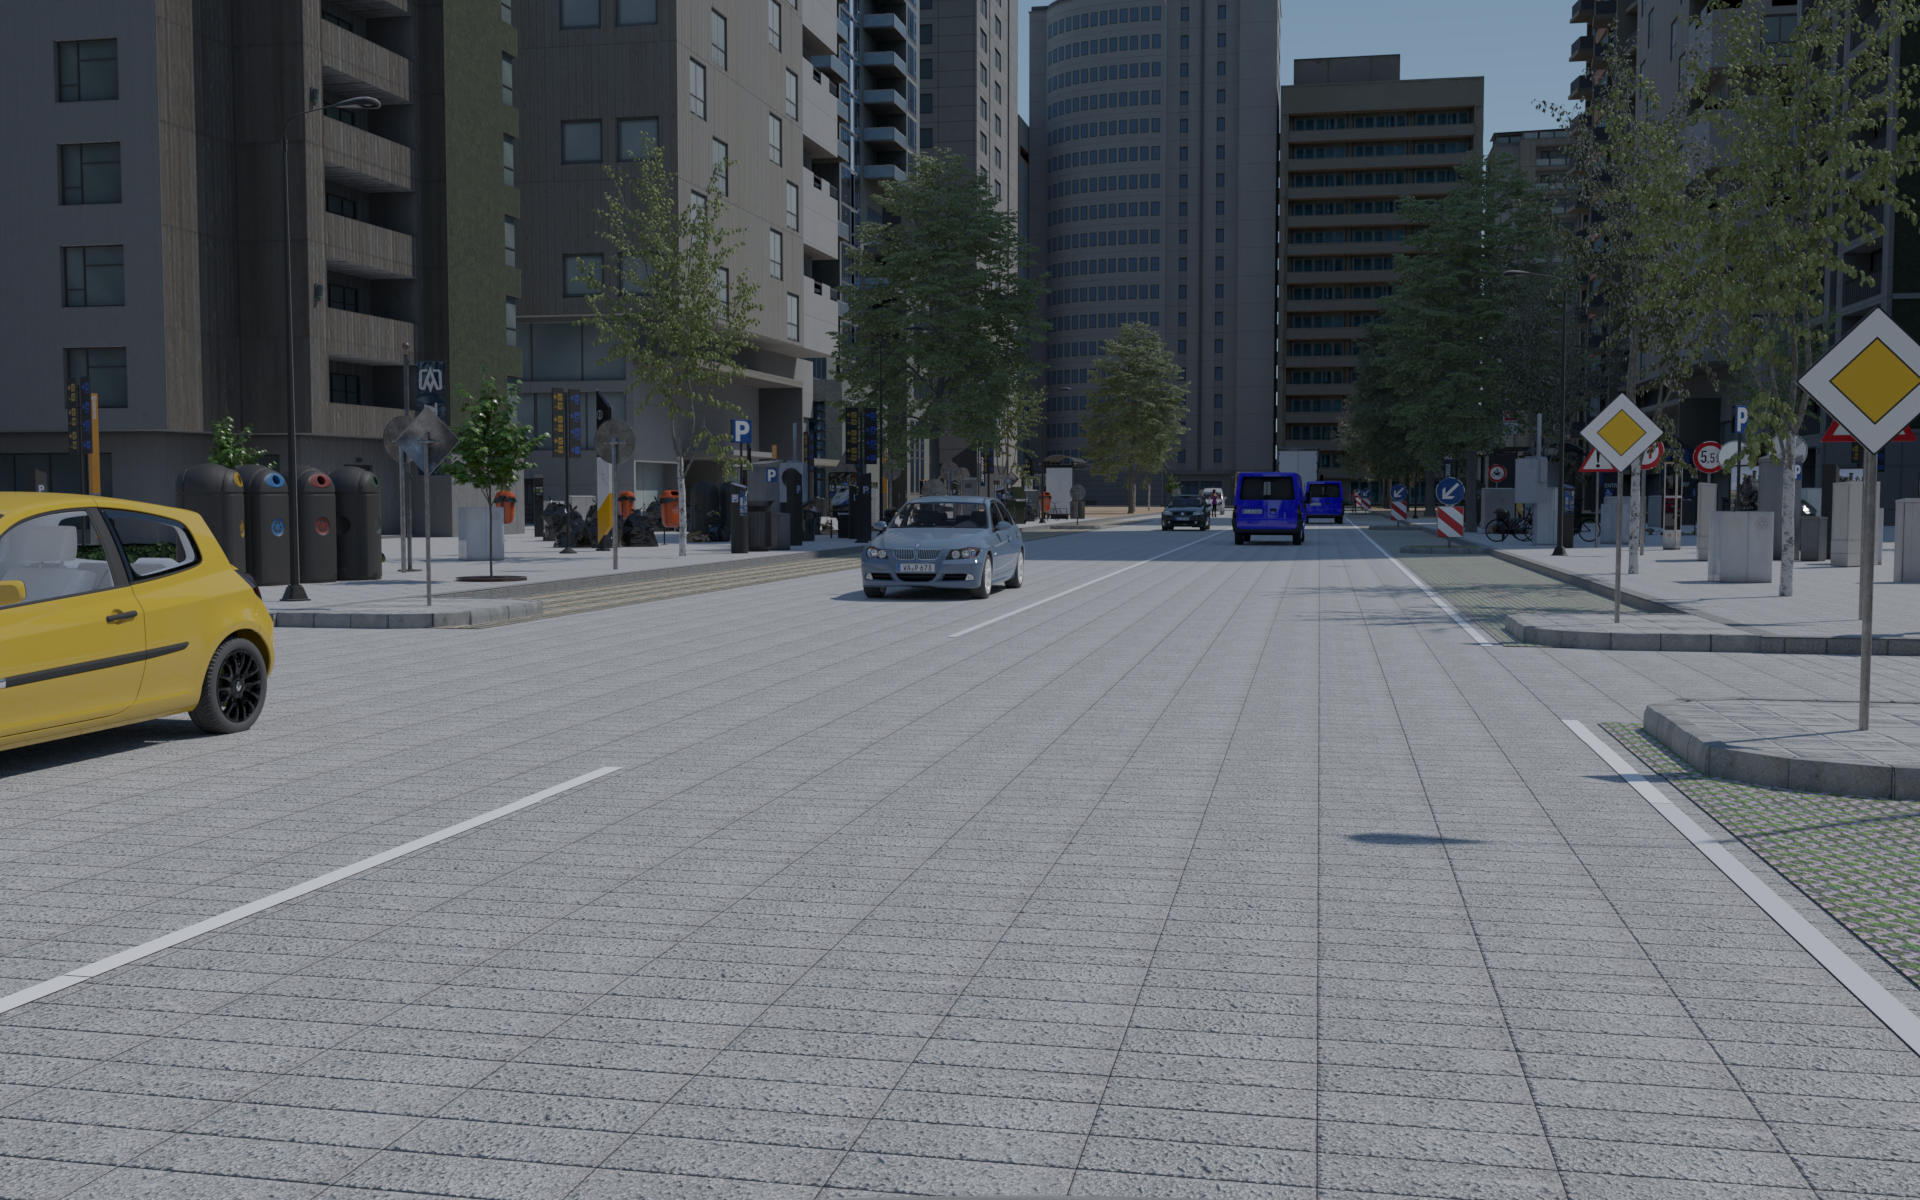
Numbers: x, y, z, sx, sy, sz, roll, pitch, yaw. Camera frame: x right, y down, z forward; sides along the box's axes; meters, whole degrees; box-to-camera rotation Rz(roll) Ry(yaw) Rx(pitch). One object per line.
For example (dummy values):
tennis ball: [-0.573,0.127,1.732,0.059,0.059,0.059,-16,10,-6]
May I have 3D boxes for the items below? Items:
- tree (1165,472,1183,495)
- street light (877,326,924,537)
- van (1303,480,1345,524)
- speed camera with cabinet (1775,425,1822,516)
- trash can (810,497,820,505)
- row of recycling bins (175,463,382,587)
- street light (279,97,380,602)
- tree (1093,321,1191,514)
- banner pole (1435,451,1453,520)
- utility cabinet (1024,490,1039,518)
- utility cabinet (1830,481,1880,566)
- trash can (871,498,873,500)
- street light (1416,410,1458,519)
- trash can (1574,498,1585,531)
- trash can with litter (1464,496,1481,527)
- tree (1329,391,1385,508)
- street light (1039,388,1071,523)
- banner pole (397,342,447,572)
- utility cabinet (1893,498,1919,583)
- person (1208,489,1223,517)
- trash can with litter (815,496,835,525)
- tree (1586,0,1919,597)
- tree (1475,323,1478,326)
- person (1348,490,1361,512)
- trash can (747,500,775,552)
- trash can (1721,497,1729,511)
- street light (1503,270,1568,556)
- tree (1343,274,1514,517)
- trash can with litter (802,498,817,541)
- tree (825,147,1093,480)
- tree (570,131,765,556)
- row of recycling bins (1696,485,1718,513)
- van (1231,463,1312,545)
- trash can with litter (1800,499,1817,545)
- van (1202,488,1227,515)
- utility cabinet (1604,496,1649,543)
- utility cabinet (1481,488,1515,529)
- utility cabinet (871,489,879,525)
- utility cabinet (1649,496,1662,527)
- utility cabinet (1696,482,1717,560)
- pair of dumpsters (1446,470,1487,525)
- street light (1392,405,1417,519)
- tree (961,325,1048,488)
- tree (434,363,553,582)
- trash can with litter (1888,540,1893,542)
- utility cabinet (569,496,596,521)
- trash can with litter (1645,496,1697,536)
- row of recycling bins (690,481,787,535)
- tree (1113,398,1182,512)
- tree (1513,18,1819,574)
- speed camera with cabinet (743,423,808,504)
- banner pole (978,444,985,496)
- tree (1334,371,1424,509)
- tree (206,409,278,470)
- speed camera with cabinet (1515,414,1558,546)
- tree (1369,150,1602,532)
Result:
tree: [18.151,-9.465,149.361,1.663,3.219,1.824,0,3,0]
street light: [-1.673,-4.621,48.098,1.470,5.913,1.316,1,4,12]
van: [17.642,-4.892,84.373,2.240,2.365,5.245,1,4,10]
speed camera with cabinet: [23.206,-3.286,48.062,0.660,3.252,2.038,0,4,-5]
trash can: [-6.699,-4.087,78.482,0.748,1.137,0.748,0,3,0]
row of recycling bins: [-9.675,-1.074,24.677,1.069,1.692,3.534,1,4,22]
street light: [-7.464,-2.935,20.527,1.470,5.913,1.316,1,4,12]
tree: [11.673,-11.964,113.731,7.486,12.596,7.792,0,3,0]
banner pole: [23.961,-5.848,85.639,0.863,3.779,0.401,1,4,20]
utility cabinet: [3.689,-5.169,93.184,1.173,1.500,0.318,-1,4,-17]
utility cabinet: [15.826,-1.343,30.632,1.173,1.500,0.318,-3,4,-39]
trash can: [-3.295,-2.852,58.288,0.748,1.137,0.748,0,3,0]
street light: [17.532,-5.539,63.097,1.470,5.913,1.316,1,4,12]
trash can: [20.168,-2.777,57.056,0.748,1.137,0.748,0,3,0]
trash can with litter: [19.822,-3.411,66.835,2.233,1.210,1.678,-3,4,-36]
tree: [39.867,-15.415,162.397,12.009,13.543,11.850,0,3,0]
street light: [4.151,-6.320,75.869,1.470,5.913,1.316,1,4,12]
banner pole: [-8.902,-2.364,28.668,0.863,3.779,0.401,0,4,-6]
utility cabinet: [14.154,-0.855,25.144,1.020,1.237,0.306,0,4,5]
person: [15.754,-5.975,106.881,1.217,1.739,0.721,-3,4,-38]
trash can with litter: [-6.131,-3.687,71.332,2.233,1.210,1.678,-1,4,-17]
tree: [10.150,-4.356,21.576,4.737,8.622,4.395,0,3,0]
tree: [16.701,-6.056,49.379,4.360,8.622,3.978,0,3,0]
person: [30.688,-7.668,134.591,1.217,1.743,0.721,-1,4,-16]
trash can: [-4.510,-1.654,38.691,0.748,1.137,0.748,0,3,0]
trash can: [36.537,-4.318,82.258,0.748,1.137,0.748,0,3,0]
street light: [11.964,-3.883,36.024,1.470,5.913,1.316,1,4,12]
tree: [26.916,-11.728,98.402,9.857,13.997,8.962,0,3,0]
trash can with litter: [-4.404,-2.176,46.968,1.055,1.170,0.624,0,4,-8]
tree: [-0.430,-8.505,57.184,7.486,12.596,7.792,0,3,0]
tree: [-5.751,-5.196,35.320,4.737,8.622,4.395,0,3,0]
row of recycling bins: [33.637,-4.378,78.689,1.069,1.692,3.534,3,4,38]
van: [9.033,-2.808,50.294,2.240,2.365,5.245,1,4,13]
trash can with litter: [19.181,-1.693,39.064,0.624,1.170,1.055,-1,4,-10]
van: [17.573,-6.948,120.619,2.013,2.044,4.112,1,4,10]
utility cabinet: [17.647,-2.131,46.000,1.020,1.237,0.306,1,4,11]
utility cabinet: [19.717,-3.351,63.466,1.173,1.500,0.318,-1,4,-10]
utility cabinet: [-3.711,-3.780,70.487,0.318,1.500,1.173,-3,5,-43]
utility cabinet: [27.192,-3.421,67.091,0.306,1.237,1.020,-3,4,-39]
utility cabinet: [14.447,-1.518,33.491,0.318,1.500,1.173,1,4,21]
pair of dumpsters: [21.158,-4.293,72.681,1.574,2.255,4.437,1,4,12]
street light: [23.191,-7.193,90.152,1.470,5.913,1.316,1,4,12]
tree: [1.754,-7.448,72.137,4.737,8.622,4.395,0,3,0]
tree: [-7.024,-1.904,25.740,1.663,3.219,1.824,0,3,0]
trash can with litter: [25.832,-2.133,45.924,2.233,1.210,1.678,1,4,19]
utility cabinet: [-14.174,-3.291,64.963,1.020,1.237,0.306,-3,5,-42]
trash can with litter: [22.231,-2.629,54.036,2.233,1.210,1.678,1,4,9]
row of recycling bins: [-6.988,-2.956,55.447,3.534,1.692,1.069,-3,5,-41]
tree: [14.623,-11.119,132.165,4.737,8.622,4.395,0,3,0]
tree: [11.014,-4.713,27.412,4.360,8.622,3.978,0,3,0]
speed camera with cabinet: [-5.302,-3.294,48.189,2.038,3.252,0.660,1,4,8]
banner pole: [0.837,-4.833,69.038,0.401,3.779,0.863,2,4,26]
tree: [37.340,-14.265,150.242,9.611,12.733,9.660,0,3,0]
tree: [-16.596,-2.727,39.189,1.663,3.219,1.824,0,3,0]
speed camera with cabinet: [14.566,-2.994,43.285,0.660,3.252,2.038,3,5,42]
tree: [17.279,-8.512,57.300,7.486,12.596,7.792,0,3,0]
